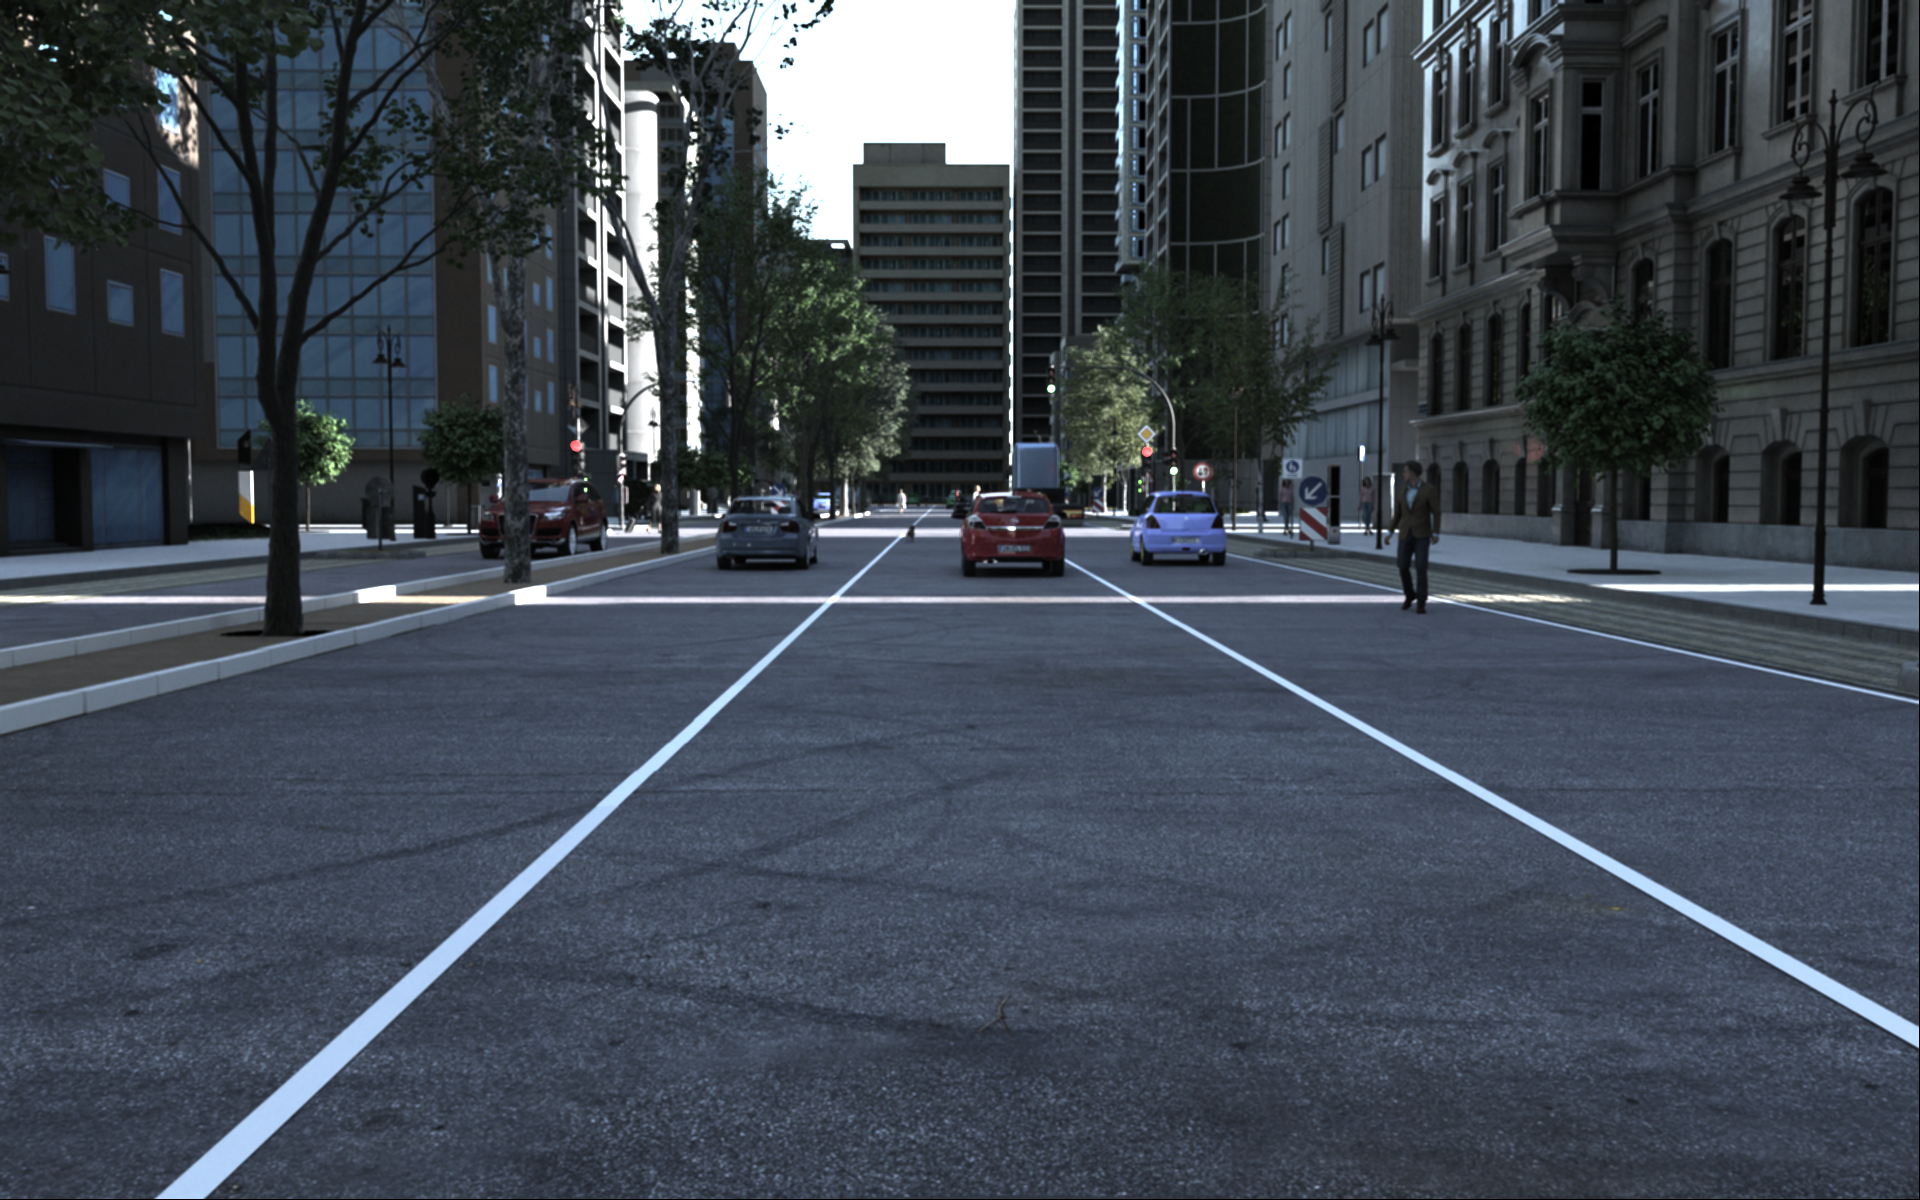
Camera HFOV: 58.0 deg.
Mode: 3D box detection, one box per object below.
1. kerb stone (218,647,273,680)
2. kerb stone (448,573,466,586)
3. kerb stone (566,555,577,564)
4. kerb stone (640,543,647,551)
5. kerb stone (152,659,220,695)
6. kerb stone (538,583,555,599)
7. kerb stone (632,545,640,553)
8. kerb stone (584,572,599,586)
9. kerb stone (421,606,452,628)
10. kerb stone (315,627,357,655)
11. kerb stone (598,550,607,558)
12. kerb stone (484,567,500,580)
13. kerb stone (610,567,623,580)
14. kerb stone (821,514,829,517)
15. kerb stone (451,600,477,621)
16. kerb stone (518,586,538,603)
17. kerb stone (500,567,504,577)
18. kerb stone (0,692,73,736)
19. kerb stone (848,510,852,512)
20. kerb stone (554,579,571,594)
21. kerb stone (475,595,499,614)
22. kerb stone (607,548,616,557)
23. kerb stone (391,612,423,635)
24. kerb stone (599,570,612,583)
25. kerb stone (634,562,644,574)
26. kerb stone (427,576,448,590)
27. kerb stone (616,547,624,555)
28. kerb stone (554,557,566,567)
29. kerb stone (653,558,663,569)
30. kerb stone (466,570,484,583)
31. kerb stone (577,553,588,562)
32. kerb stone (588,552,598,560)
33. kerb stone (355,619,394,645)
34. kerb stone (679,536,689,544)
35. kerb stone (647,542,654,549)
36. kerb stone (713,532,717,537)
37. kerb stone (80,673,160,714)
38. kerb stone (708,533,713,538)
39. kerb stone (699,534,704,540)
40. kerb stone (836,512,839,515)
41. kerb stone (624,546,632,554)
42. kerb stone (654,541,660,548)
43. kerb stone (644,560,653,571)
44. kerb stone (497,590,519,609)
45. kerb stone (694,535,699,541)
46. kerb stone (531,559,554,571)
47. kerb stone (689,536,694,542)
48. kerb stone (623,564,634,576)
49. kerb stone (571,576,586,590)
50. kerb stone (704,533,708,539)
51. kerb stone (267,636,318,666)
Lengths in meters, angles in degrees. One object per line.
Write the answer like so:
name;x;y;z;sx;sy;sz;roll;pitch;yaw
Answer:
kerb stone;-5.758;0.519;13.820;0.120;0.150;1.000;0;4;0
kerb stone;-7.960;-0.297;27.080;0.120;0.150;1.000;0;4;0
kerb stone;-8.025;-0.801;35.293;0.120;0.150;1.000;0;4;0
kerb stone;-8.083;-1.299;43.505;0.120;0.150;1.000;0;4;0
kerb stone;-5.753;0.576;12.790;0.120;0.150;1.000;0;4;0
kerb stone;-5.842;-0.112;24.083;0.120;0.150;1.000;0;4;0
kerb stone;-8.069;-1.240;42.468;0.120;0.150;1.000;0;4;0
kerb stone;-5.858;-0.303;27.149;0.120;0.150;1.000;0;4;0
kerb stone;-5.796;0.198;18.955;0.120;0.150;1.000;0;4;0
kerb stone;-5.786;0.386;15.877;0.120;0.150;1.000;0;4;0
kerb stone;-8.044;-0.987;38.365;0.120;0.150;1.000;0;4;0
kerb stone;-7.976;-0.424;29.136;0.120;0.150;1.000;0;4;0
kerb stone;-5.881;-0.429;29.205;0.120;0.150;1.000;0;4;0
kerb stone;-8.573;-5.352;109.696;0.120;0.150;1.000;0;4;0
kerb stone;-5.806;0.137;19.985;0.120;0.150;1.000;0;4;0
kerb stone;-5.832;-0.052;23.054;0.120;0.150;1.000;0;4;0
kerb stone;-7.984;-0.487;30.164;0.120;0.150;1.000;0;4;0
kerb stone;-5.748;0.701;10.740;0.120;0.150;1.000;0;4;0
kerb stone;-8.789;-7.232;140.439;0.120;0.150;1.000;0;4;0
kerb stone;-5.844;-0.175;25.105;0.120;0.150;1.000;0;4;0
kerb stone;-5.814;0.077;21.007;0.120;0.150;1.000;0;4;0
kerb stone;-8.041;-1.049;39.391;0.120;0.150;1.000;0;4;0
kerb stone;-5.801;0.261;17.931;0.120;0.150;1.000;0;4;0
kerb stone;-5.866;-0.364;28.184;0.120;0.150;1.000;0;4;0
kerb stone;-5.894;-0.554;31.257;0.120;0.150;1.000;0;4;0
kerb stone;-7.950;-0.236;26.058;0.120;0.150;1.000;0;4;0
kerb stone;-8.059;-1.115;40.423;0.120;0.150;1.000;0;4;0
kerb stone;-8.011;-0.738;34.265;0.120;0.150;1.000;0;4;0
kerb stone;-5.905;-0.678;33.301;0.120;0.150;1.000;0;4;0
kerb stone;-7.966;-0.358;28.108;0.120;0.150;1.000;0;4;0
kerb stone;-8.027;-0.864;36.315;0.120;0.150;1.000;0;4;0
kerb stone;-8.030;-0.926;37.340;0.120;0.150;1.000;0;4;0
kerb stone;-5.775;0.323;16.907;0.120;0.150;1.000;0;4;0
kerb stone;-8.128;-1.739;50.673;0.120;0.150;1.000;0;4;0
kerb stone;-8.084;-1.366;44.526;0.120;0.150;1.000;0;4;0
kerb stone;-8.186;-2.117;56.812;0.120;0.150;1.000;0;4;0
kerb stone;-5.744;0.638;11.767;0.120;0.150;1.000;0;4;0
kerb stone;-8.174;-2.043;55.791;0.120;0.150;1.000;0;4;0
kerb stone;-8.157;-1.919;53.739;0.120;0.150;1.000;0;4;0
kerb stone;-8.671;-6.292;125.070;0.120;0.150;1.000;0;4;0
kerb stone;-8.065;-1.177;41.446;0.120;0.150;1.000;0;4;0
kerb stone;-8.093;-1.429;45.552;0.120;0.150;1.000;0;4;0
kerb stone;-5.906;-0.613;32.279;0.120;0.150;1.000;0;4;0
kerb stone;-5.821;0.010;22.031;0.120;0.150;1.000;0;4;0
kerb stone;-8.153;-1.867;52.717;0.120;0.150;1.000;0;4;0
kerb stone;-8.011;-0.676;33.242;0.120;0.150;1.000;0;4;0
kerb stone;-8.139;-1.804;51.695;0.120;0.150;1.000;0;4;0
kerb stone;-5.893;-0.491;30.229;0.120;0.150;1.000;0;4;0
kerb stone;-5.852;-0.234;26.128;0.120;0.150;1.000;0;4;0
kerb stone;-8.163;-1.992;54.768;0.120;0.150;1.000;0;4;0
kerb stone;-5.770;0.450;14.842;0.120;0.150;1.000;0;4;0
